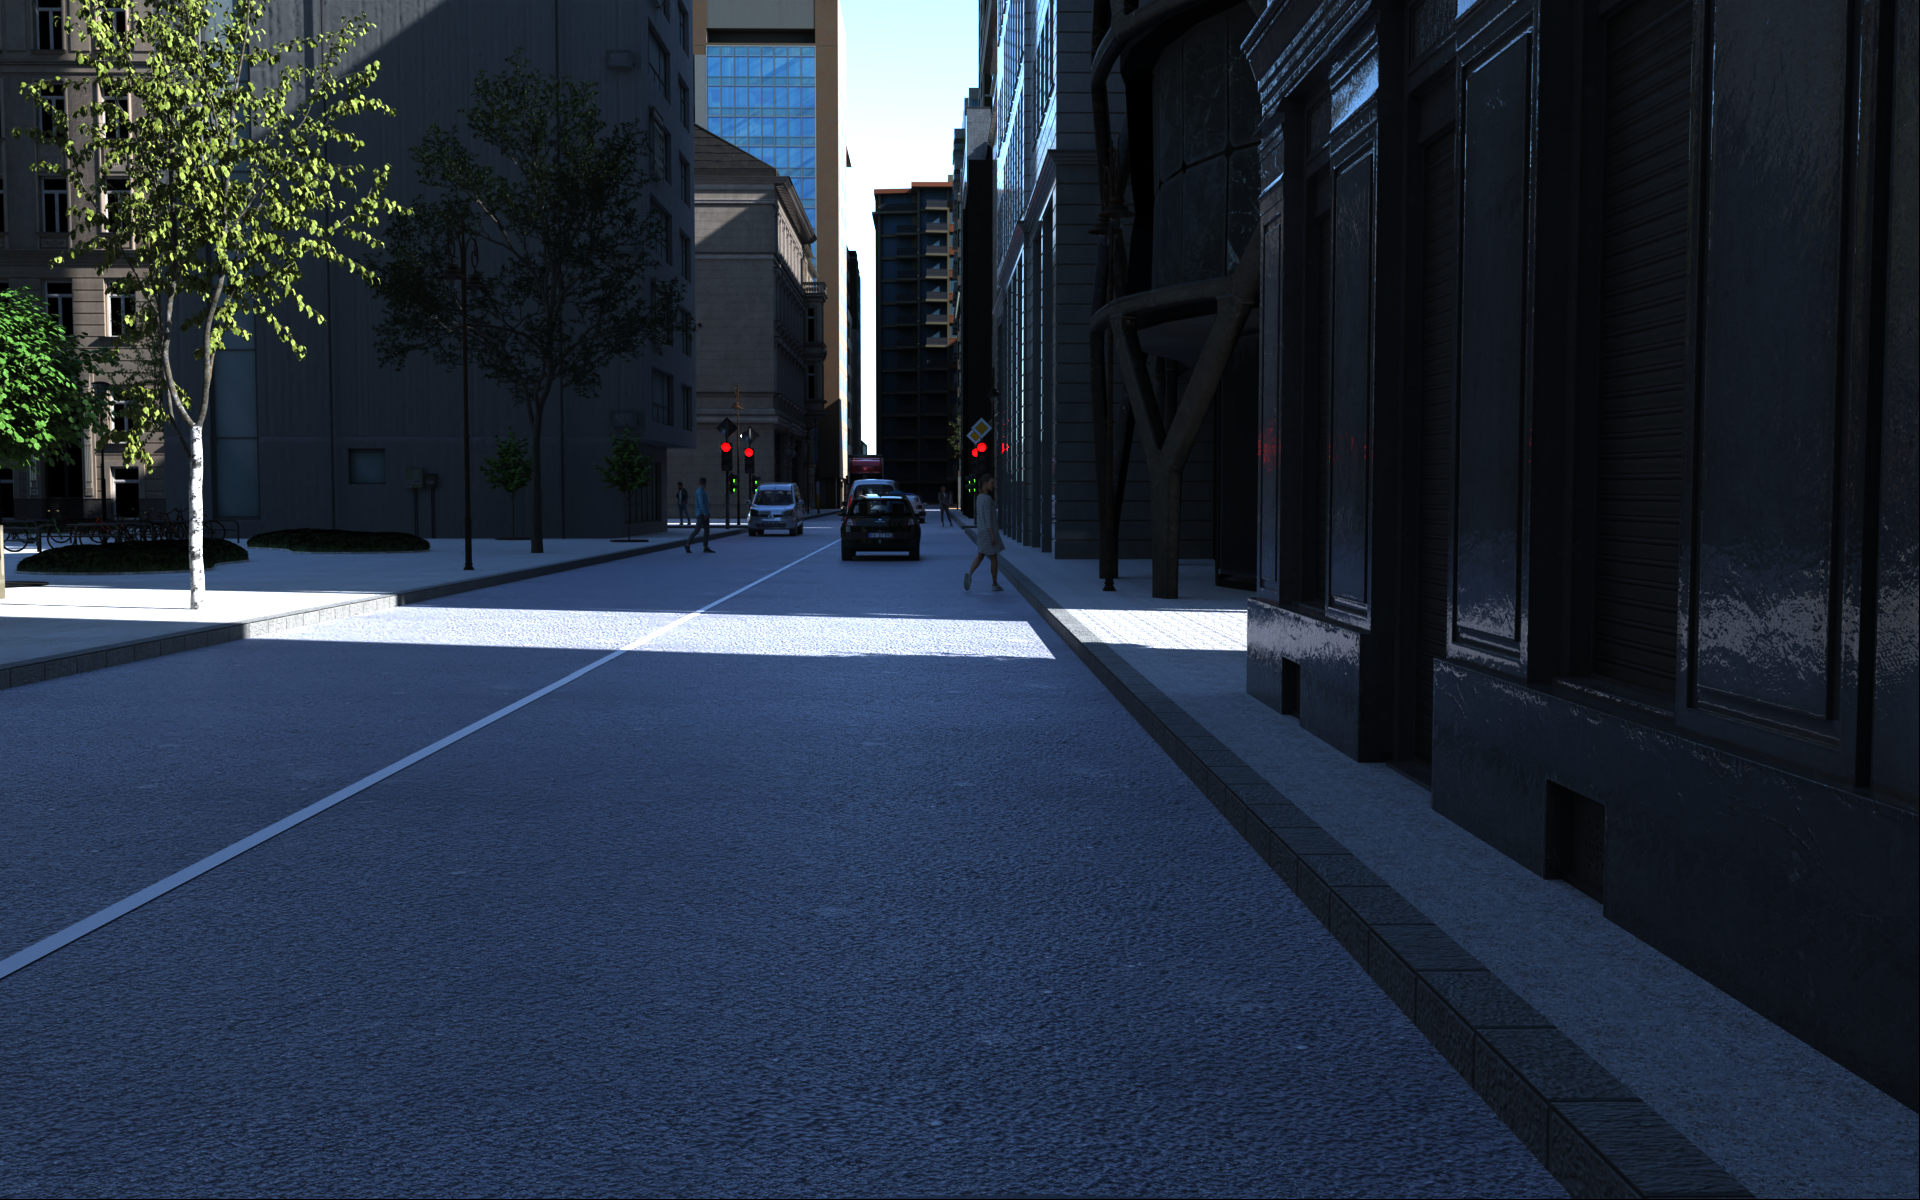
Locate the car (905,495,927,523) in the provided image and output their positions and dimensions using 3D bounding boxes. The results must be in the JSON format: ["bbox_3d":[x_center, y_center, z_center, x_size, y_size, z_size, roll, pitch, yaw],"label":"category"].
[{"bbox_3d":[-2.680,-4.535,86.507,2.083,1.381,4.827,0,4,-1],"label":"car"}]

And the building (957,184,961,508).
[{"bbox_3d":[6.720,-23.998,164.069,14.160,30.474,14.107,0,4,-1],"label":"building"}]

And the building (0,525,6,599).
[{"bbox_3d":[-25.270,-9.839,5.913,27.650,21.520,28.899,0,4,-1],"label":"building"}]

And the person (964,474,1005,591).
[{"bbox_3d":[0.377,-0.992,25.465,0.466,1.731,0.760,3,4,38],"label":"person"}]

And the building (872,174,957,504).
[{"bbox_3d":[0.885,-35.809,240.094,28.867,44.769,22.147,0,4,-1],"label":"building"}]

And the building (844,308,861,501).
[{"bbox_3d":[-24.494,-20.220,175.634,27.650,21.520,28.899,0,4,-1],"label":"building"}]

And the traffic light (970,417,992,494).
[{"bbox_3d":[0.771,-4.558,63.440,0.839,4.253,0.868,0,4,-1],"label":"traffic light"}]

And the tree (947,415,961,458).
[{"bbox_3d":[0.982,-12.220,150.165,4.737,8.622,4.395,0,3,0],"label":"tree"}]

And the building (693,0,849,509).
[{"bbox_3d":[-17.262,-30.766,153.138,14.600,45.320,14.200,0,4,-1],"label":"building"}]

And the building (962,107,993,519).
[{"bbox_3d":[6.449,-16.413,98.027,12.332,23.373,15.834,0,4,-1],"label":"building"}]

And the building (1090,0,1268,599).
[{"bbox_3d":[10.239,-9.633,24.946,16.820,18.784,16.811,0,4,-1],"label":"building"}]

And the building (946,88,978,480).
[{"bbox_3d":[10.299,-35.929,207.046,23.786,49.044,30.456,0,4,-1],"label":"building"}]

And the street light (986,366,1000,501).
[{"bbox_3d":[1.199,-5.494,62.619,0.468,5.910,1.993,0,4,-1],"label":"street light"}]

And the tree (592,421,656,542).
[{"bbox_3d":[-9.010,-3.167,46.374,1.663,3.219,1.824,0,3,0],"label":"tree"}]

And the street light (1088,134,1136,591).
[{"bbox_3d":[1.976,-3.056,22.760,0.468,5.910,1.993,0,4,-1],"label":"street light"}]

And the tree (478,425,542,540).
[{"bbox_3d":[-12.675,-3.299,48.543,1.663,3.219,1.824,0,3,0],"label":"tree"}]

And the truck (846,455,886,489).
[{"bbox_3d":[-6.770,-8.341,125.283,2.839,4.237,11.283,0,4,-3],"label":"truck"}]

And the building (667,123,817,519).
[{"bbox_3d":[-14.104,-14.709,91.404,10.553,20.767,40.483,0,4,-1],"label":"building"}]

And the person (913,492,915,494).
[{"bbox_3d":[-5.408,-12.115,207.282,0.721,1.736,1.217,2,4,35],"label":"person"}]

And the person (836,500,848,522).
[{"bbox_3d":[-5.574,-4.399,85.929,1.012,1.151,0.738,2,4,27],"label":"person"}]

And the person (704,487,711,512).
[{"bbox_3d":[-10.394,-3.875,70.396,0.512,1.701,0.522,2,4,27],"label":"person"}]

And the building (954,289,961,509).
[{"bbox_3d":[4.901,-16.667,137.127,10.561,19.102,19.286,0,4,-1],"label":"building"}]

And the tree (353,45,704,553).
[{"bbox_3d":[-9.361,-6.284,37.152,8.767,10.594,7.601,1,4,19],"label":"tree"}]

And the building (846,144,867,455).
[{"bbox_3d":[-27.371,-40.038,243.859,27.495,52.752,28.713,0,4,-1],"label":"building"}]

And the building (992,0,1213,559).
[{"bbox_3d":[6.986,-16.543,47.973,11.434,29.767,29.804,0,4,-1],"label":"building"}]

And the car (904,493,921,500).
[{"bbox_3d":[-3.606,-6.548,116.652,1.945,1.707,3.694,0,4,0],"label":"car"}]

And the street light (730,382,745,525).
[{"bbox_3d":[-9.194,-6.054,71.773,0.468,5.910,1.993,0,4,-1],"label":"street light"}]

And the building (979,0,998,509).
[{"bbox_3d":[23.173,-18.505,78.970,44.131,29.872,17.030,0,4,-1],"label":"building"}]

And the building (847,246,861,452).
[{"bbox_3d":[-18.836,-26.029,197.276,14.160,30.474,14.107,0,4,-1],"label":"building"}]

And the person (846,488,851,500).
[{"bbox_3d":[-6.279,-5.458,98.080,0.374,1.781,0.599,1,4,19],"label":"person"}]

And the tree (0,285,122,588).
[{"bbox_3d":[-13.607,-2.468,24.070,4.285,4.588,4.351,0,3,0],"label":"tree"}]

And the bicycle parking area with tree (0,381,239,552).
[{"bbox_3d":[-21.991,-3.347,41.734,9.016,4.147,8.231,1,4,11],"label":"bicycle parking area with tree"}]

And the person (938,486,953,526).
[{"bbox_3d":[-0.634,-4.144,76.530,0.520,1.790,0.573,-3,5,-43],"label":"person"}]

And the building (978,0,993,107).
[{"bbox_3d":[10.194,-45.399,180.520,20.563,71.187,20.611,0,4,-1],"label":"building"}]

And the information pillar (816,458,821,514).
[{"bbox_3d":[-9.269,-7.447,113.111,0.183,3.616,0.504,1,4,10],"label":"information pillar"}]

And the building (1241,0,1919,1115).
[{"bbox_3d":[6.689,-9.332,1.722,9.793,20.994,18.267,0,4,-1],"label":"building"}]

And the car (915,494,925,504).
[{"bbox_3d":[-4.800,-10.786,188.351,2.014,1.417,4.499,0,4,1],"label":"car"}]

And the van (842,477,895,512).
[{"bbox_3d":[-2.469,-2.668,50.638,2.013,2.044,4.112,0,4,-2],"label":"van"}]

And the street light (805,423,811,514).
[{"bbox_3d":[-9.871,-8.537,112.360,0.468,5.910,1.993,0,4,-1],"label":"street light"}]

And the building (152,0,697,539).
[{"bbox_3d":[-16.033,-22.738,55.365,14.086,41.232,14.154,0,4,-1],"label":"building"}]

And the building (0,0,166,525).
[{"bbox_3d":[-36.780,-17.025,75.626,25.104,27.353,12.463,0,4,-1],"label":"building"}]

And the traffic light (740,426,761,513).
[{"bbox_3d":[-8.629,-5.035,71.246,0.839,4.253,0.868,0,4,-1],"label":"traffic light"}]

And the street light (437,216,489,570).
[{"bbox_3d":[-8.307,-3.445,29.110,0.468,5.910,1.993,0,4,-1],"label":"street light"}]

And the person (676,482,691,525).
[{"bbox_3d":[-11.389,-3.956,71.073,0.623,1.781,0.721,1,4,20],"label":"person"}]

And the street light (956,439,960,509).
[{"bbox_3d":[-0.202,-10.607,146.216,0.468,5.910,1.993,0,4,-1],"label":"street light"}]

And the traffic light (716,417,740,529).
[{"bbox_3d":[-8.488,-4.547,63.262,0.839,4.253,0.868,0,4,-1],"label":"traffic light"}]

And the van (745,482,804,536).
[{"bbox_3d":[-6.406,-3.263,60.362,2.013,2.044,4.112,0,4,-1],"label":"van"}]

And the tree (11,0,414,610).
[{"bbox_3d":[-8.443,-4.214,19.267,4.737,8.622,4.395,0,3,0],"label":"tree"}]

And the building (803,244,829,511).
[{"bbox_3d":[-17.131,-18.941,128.771,14.460,24.649,34.723,0,4,-1],"label":"building"}]

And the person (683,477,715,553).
[{"bbox_3d":[-6.341,-2.067,42.163,0.748,1.841,0.638,0,4,6],"label":"person"}]

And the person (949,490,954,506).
[{"bbox_3d":[-0.952,-11.319,191.769,0.621,1.740,0.551,-1,4,-21],"label":"person"}]

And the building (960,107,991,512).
[{"bbox_3d":[6.227,-18.233,116.129,12.078,24.808,19.932,0,4,-1],"label":"building"}]

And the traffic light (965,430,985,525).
[{"bbox_3d":[0.631,-5.046,71.424,0.839,4.253,0.868,0,4,-1],"label":"traffic light"}]

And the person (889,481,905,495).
[{"bbox_3d":[-1.751,-2.413,48.292,0.601,1.785,0.444,0,4,-6],"label":"person"}]

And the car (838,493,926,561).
[{"bbox_3d":[-1.754,-1.771,38.741,2.009,1.686,4.222,0,4,-2],"label":"car"}]
